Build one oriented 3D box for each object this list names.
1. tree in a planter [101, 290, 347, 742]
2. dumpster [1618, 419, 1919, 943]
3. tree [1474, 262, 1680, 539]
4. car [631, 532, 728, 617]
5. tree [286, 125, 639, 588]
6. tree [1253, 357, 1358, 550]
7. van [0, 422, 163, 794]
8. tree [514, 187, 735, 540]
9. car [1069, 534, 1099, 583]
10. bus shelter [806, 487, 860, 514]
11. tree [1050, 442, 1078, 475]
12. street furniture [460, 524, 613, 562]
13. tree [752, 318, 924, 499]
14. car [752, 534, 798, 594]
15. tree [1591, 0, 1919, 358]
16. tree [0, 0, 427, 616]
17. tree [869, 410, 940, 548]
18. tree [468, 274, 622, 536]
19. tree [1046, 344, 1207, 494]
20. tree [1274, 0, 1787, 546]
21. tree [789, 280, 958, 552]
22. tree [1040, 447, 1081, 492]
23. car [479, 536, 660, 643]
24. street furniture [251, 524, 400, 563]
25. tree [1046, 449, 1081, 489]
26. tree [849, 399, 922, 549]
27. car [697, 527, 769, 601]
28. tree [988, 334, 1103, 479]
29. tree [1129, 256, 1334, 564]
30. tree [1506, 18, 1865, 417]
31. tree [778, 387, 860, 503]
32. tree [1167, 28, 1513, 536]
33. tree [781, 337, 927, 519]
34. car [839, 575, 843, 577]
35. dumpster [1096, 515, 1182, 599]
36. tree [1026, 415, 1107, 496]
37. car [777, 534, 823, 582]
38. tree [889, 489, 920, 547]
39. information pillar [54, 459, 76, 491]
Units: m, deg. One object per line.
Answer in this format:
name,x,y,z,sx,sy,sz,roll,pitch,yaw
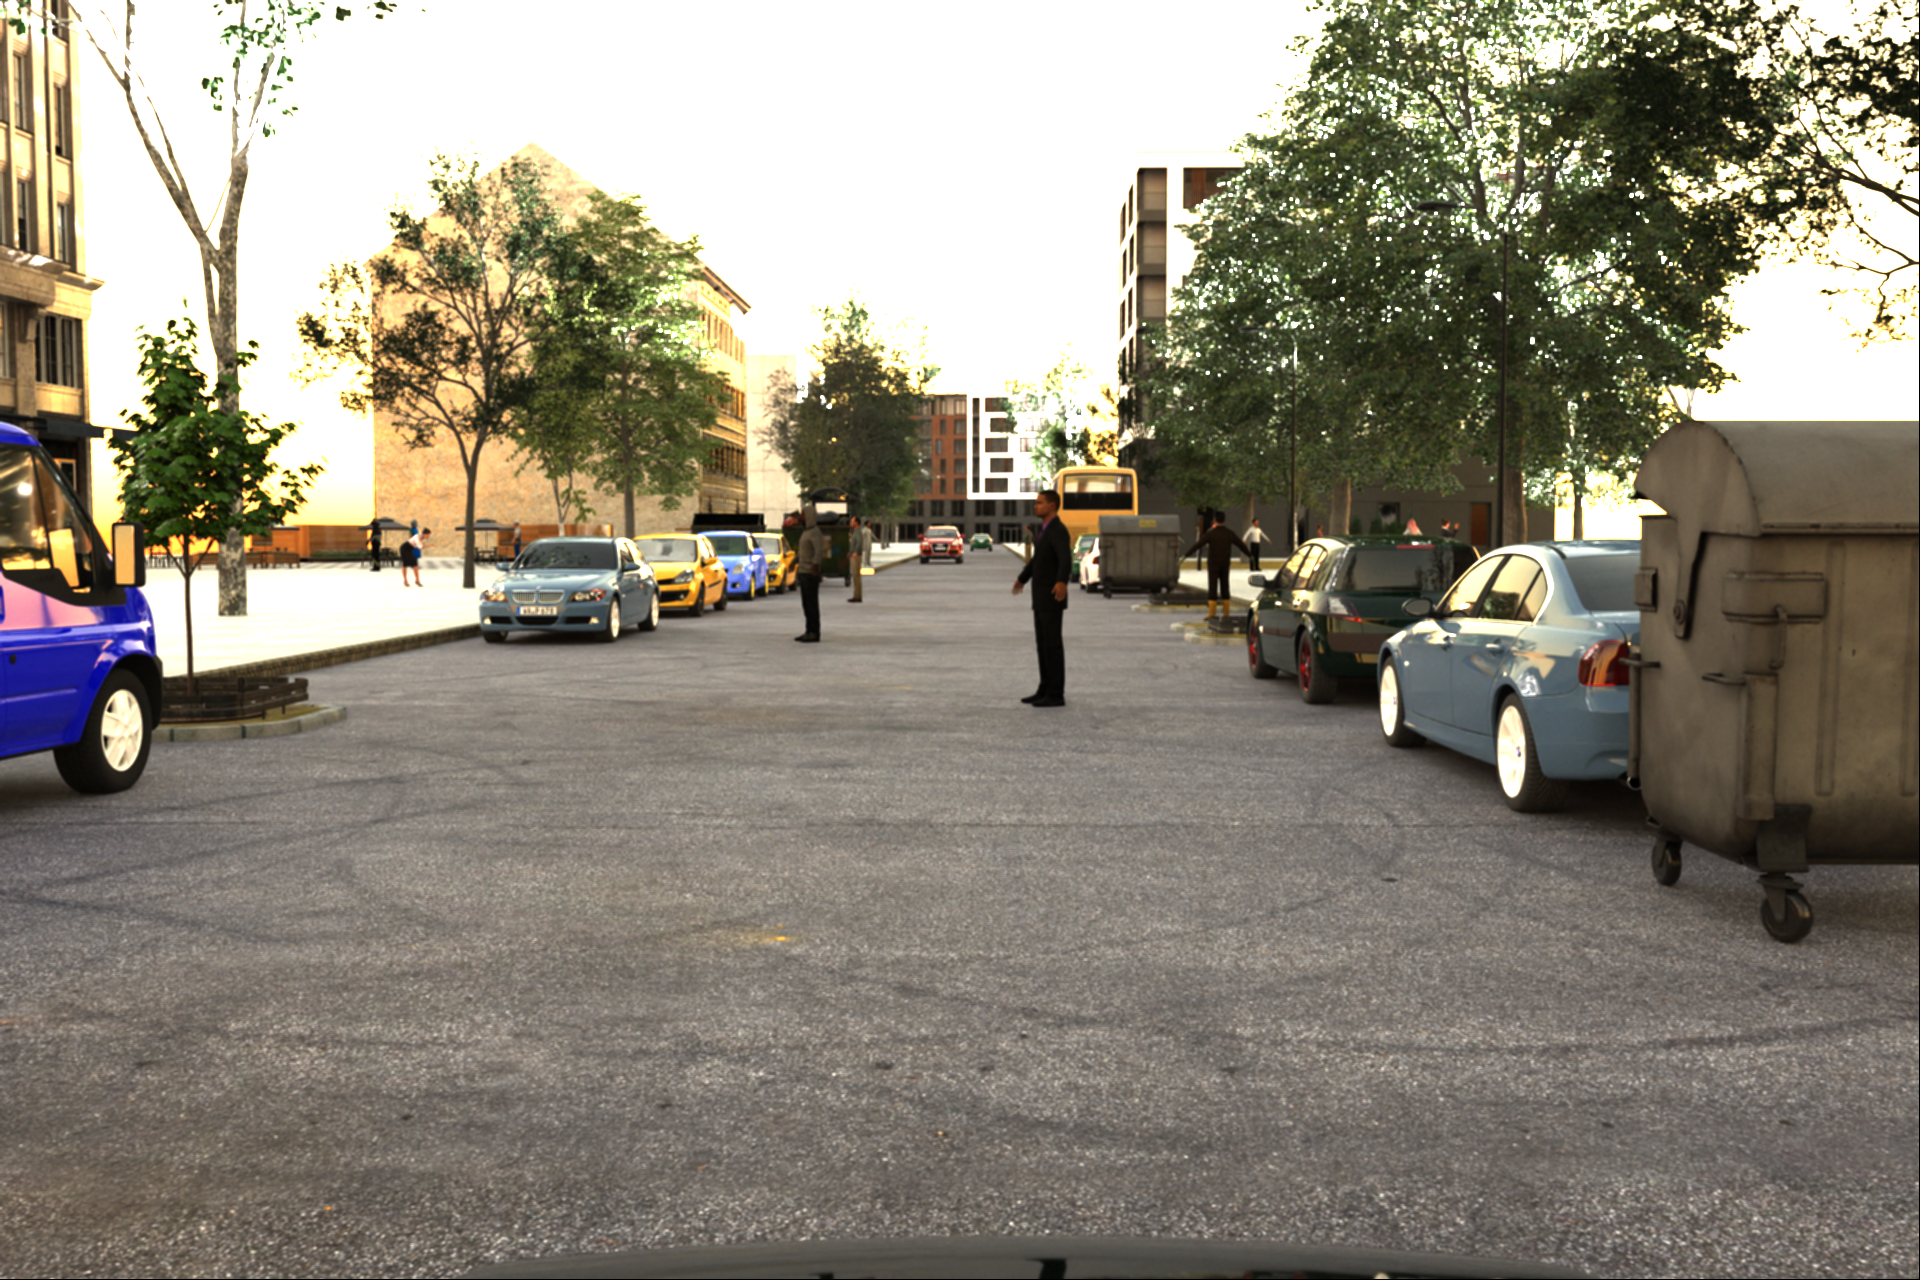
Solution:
tree in a planter,-5.754,-0.956,12.855,1.991,3.239,1.994,0,4,1
dumpster,3.593,0.103,6.532,1.865,1.857,1.264,0,4,0
tree,28.139,-10.534,78.893,9.857,13.997,8.962,0,3,0
car,-5.277,-1.281,31.164,2.015,1.641,3.980,0,4,1
tree,-11.646,-6.486,40.453,8.767,10.594,7.601,0,4,-5
tree,12.562,-7.008,64.940,4.360,8.622,3.978,0,3,0
van,-5.594,-0.213,7.862,2.240,2.365,5.245,0,4,0
tree,-11.346,-8.531,57.609,7.486,12.596,7.792,0,3,0
car,4.155,-2.491,52.528,2.131,1.459,4.920,0,3,0
bus shelter,-5.586,-5.074,76.885,2.014,3.302,5.546,0,3,0
tree,8.724,-11.048,130.999,4.737,8.622,4.395,0,3,0
street furniture,-17.919,-4.610,82.227,9.812,1.723,11.010,1,4,8
tree,-7.063,-11.493,98.279,12.009,13.543,11.850,0,3,0
car,-4.992,-1.975,42.508,2.015,1.641,3.980,0,4,1
tree,10.025,-5.022,16.516,8.767,10.594,7.601,3,4,38
tree,-12.895,-10.480,27.231,12.611,20.169,13.585,0,3,0
tree,-6.607,-15.233,159.429,12.009,13.543,11.850,0,3,0
tree,-11.294,-5.990,48.303,4.737,8.622,4.395,0,3,0
tree,8.354,-9.279,86.129,8.767,10.594,7.601,1,4,10
tree,10.261,-7.672,32.088,9.857,13.997,8.962,0,3,0
tree,-6.545,-16.609,127.447,12.611,20.169,13.585,0,3,0
tree,8.699,-11.498,138.360,4.360,8.622,3.978,0,3,0
car,-5.396,-0.759,24.417,2.014,1.417,4.499,0,4,1
street furniture,-29.623,-4.582,81.768,9.812,1.723,11.010,1,4,14
tree,8.583,-11.906,145.027,4.360,8.622,3.978,0,3,0
tree,-6.668,-13.822,144.110,7.486,12.596,7.792,0,3,0
car,-5.268,-1.764,38.427,1.945,1.707,3.694,0,4,1
tree,8.974,-19.005,166.628,12.611,20.169,13.585,0,3,0
tree,12.448,-10.309,75.211,9.857,13.997,8.962,0,3,0
tree,25.938,-12.796,65.107,12.611,20.169,13.585,0,3,0
tree,-7.244,-8.359,87.030,4.360,8.622,3.978,0,3,0
tree,10.110,-8.489,45.449,9.857,13.997,8.962,0,3,0
tree,-7.015,-12.600,112.667,9.857,13.997,8.962,0,3,0
car,-4.632,-3.057,58.786,1.959,1.807,4.718,0,4,1
dumpster,4.011,-1.879,38.934,1.865,1.857,1.264,0,4,1
tree,9.379,-13.869,152.520,9.928,11.665,9.643,0,3,0
car,-4.955,-2.472,50.198,2.009,1.686,4.222,0,4,1
tree,-6.344,-13.356,168.732,4.360,8.622,3.978,0,3,0
information pillar,-8.923,-0.770,17.085,0.304,2.012,0.304,0,4,2
